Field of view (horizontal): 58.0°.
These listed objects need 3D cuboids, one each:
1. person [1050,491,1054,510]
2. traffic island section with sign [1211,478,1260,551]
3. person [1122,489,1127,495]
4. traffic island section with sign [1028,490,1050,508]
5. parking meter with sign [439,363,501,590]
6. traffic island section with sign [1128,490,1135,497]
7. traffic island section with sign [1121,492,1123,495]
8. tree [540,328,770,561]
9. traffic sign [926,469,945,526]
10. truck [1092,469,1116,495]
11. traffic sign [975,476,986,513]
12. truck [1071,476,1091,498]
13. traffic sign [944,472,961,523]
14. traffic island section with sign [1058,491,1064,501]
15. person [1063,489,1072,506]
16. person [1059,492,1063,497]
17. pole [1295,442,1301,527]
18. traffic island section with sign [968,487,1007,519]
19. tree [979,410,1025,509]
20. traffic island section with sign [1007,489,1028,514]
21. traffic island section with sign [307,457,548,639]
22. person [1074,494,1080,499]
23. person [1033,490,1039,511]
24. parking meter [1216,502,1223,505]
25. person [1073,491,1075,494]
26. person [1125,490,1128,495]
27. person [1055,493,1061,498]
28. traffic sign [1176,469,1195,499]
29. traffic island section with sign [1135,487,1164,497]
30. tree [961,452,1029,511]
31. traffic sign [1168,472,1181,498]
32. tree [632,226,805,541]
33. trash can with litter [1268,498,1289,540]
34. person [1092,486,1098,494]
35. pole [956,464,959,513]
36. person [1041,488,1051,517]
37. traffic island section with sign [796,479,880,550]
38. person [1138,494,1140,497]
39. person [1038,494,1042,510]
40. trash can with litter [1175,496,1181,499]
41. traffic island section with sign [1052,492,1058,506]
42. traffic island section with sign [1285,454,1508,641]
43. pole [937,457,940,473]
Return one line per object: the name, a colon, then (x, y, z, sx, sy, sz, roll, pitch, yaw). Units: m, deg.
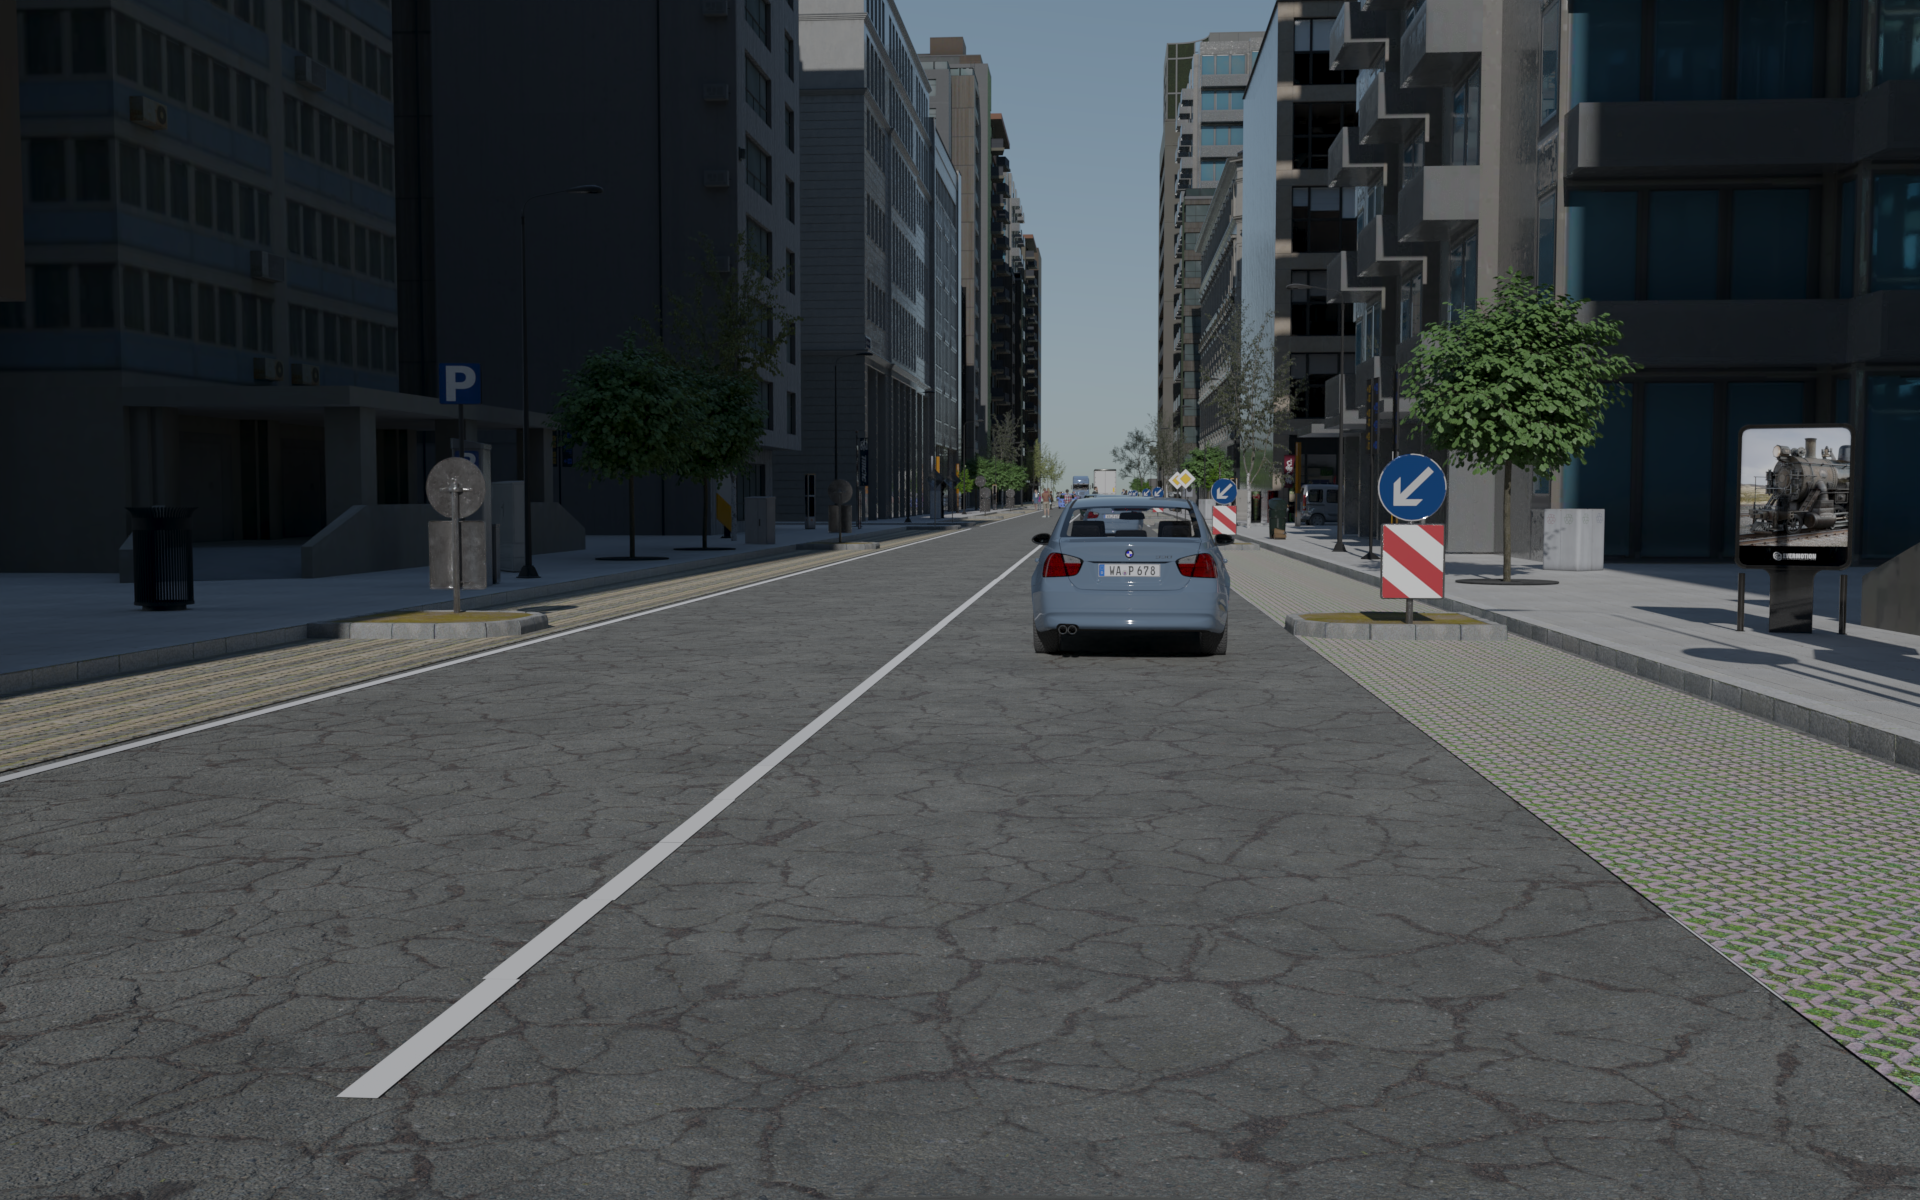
person: (8.484, -9.201, 159.644, 0.721, 1.735, 1.217, 0, 4, -6)
traffic island section with sign: (6.651, -2.204, 44.656, 1.989, 1.847, 2.006, 0, 4, 5)
person: (13.112, -7.969, 138.573, 0.755, 1.850, 0.659, -1, 4, -11)
traffic island section with sign: (7.895, -10.285, 176.785, 1.989, 1.847, 2.006, 0, 4, 5)
parking meter with sign: (-6.724, -1.694, 23.950, 0.543, 3.016, 1.738, 0, 4, -5)
traffic island section with sign: (13.507, -7.216, 126.610, 1.989, 1.847, 2.006, 0, 4, 5)
traffic island section with sign: (17.643, -10.241, 176.072, 1.989, 1.847, 2.006, 0, 4, 5)
tree: (-6.509, -3.068, 33.873, 4.285, 4.588, 4.351, 0, 3, 0)
traffic sign: (-1.003, -4.060, 70.028, 0.795, 2.450, 0.064, 0, 4, 5)
truck: (16.632, -12.870, 199.340, 2.839, 4.237, 11.283, 0, 4, 4)
traffic sign: (1.402, -7.321, 119.810, 0.768, 2.556, 0.104, 1, 4, 10)
truck: (18.164, -16.679, 262.465, 2.967, 4.110, 18.799, 0, 4, 3)
traffic sign: (-0.338, -4.547, 77.986, 0.795, 2.450, 0.064, 0, 4, 5)
traffic island section with sign: (14.800, -15.323, 259.151, 1.989, 1.847, 2.006, 0, 4, 5)
person: (6.290, -5.583, 100.612, 0.563, 1.720, 0.643, -2, 4, -35)
person: (11.829, -11.917, 204.127, 0.721, 1.735, 1.217, -1, 4, -20)
pole: (13.349, -4.559, 68.381, 0.158, 3.312, 0.155, 0, 3, 0)
traffic island section with sign: (1.515, -5.619, 100.491, 1.989, 1.847, 2.006, 0, 4, 5)
tree: (3.679, -12.276, 151.073, 4.360, 8.622, 3.978, 0, 3, 0)
traffic island section with sign: (3.772, -7.272, 127.525, 1.989, 1.847, 2.006, 0, 4, 5)
traffic island section with sign: (-5.393, -0.570, 17.947, 1.989, 1.847, 2.006, 0, 4, 5)
person: (11.783, -9.923, 173.976, 0.697, 1.427, 0.421, -1, 4, -22)
person: (6.578, -8.623, 149.513, 0.581, 1.822, 0.654, 1, 4, 15)
parking meter: (11.779, -4.463, 78.686, 0.399, 1.863, 0.255, 1, 4, 10)
person: (13.935, -12.343, 210.864, 0.434, 1.755, 0.990, 2, 4, 30)
person: (15.492, -9.337, 161.185, 0.705, 1.821, 1.348, -1, 4, -15)
person: (11.938, -12.055, 206.324, 1.217, 1.736, 0.721, 1, 4, 13)
traffic sign: (9.004, -4.008, 69.174, 0.795, 2.450, 0.064, 0, 4, 5)
traffic island section with sign: (11.205, -5.538, 99.167, 1.989, 1.847, 2.006, 0, 4, 5)
tree: (3.015, -9.951, 146.419, 4.285, 4.588, 4.351, 0, 3, 0)
traffic sign: (9.670, -4.495, 77.131, 0.795, 2.450, 0.064, 0, 4, 5)
tree: (-6.415, -5.919, 47.132, 4.737, 8.622, 4.395, 0, 3, 0)
trash can with litter: (9.069, -2.300, 48.990, 0.624, 1.170, 1.055, 0, 4, 0)
person: (8.349, -5.989, 105.783, 0.474, 1.900, 0.648, -3, 4, -36)
pole: (-0.172, -7.534, 117.027, 0.158, 3.312, 0.155, 0, 3, 0)
person: (5.366, -6.028, 107.031, 0.573, 1.828, 0.580, 3, 5, 40)
traffic island section with sign: (-3.126, -2.226, 45.022, 1.989, 1.847, 2.006, 0, 4, 5)
person: (16.559, -9.105, 160.620, 0.557, 1.426, 1.065, 3, 5, 43)
person: (7.048, -8.722, 154.323, 0.991, 1.433, 0.599, 1, 4, 23)
trash can with litter: (15.697, -6.999, 125.814, 0.624, 1.170, 1.055, -1, 4, -16)
traffic island section with sign: (10.205, -11.973, 204.382, 1.989, 1.847, 2.006, 0, 4, 5)
traffic island section with sign: (4.399, -0.561, 17.795, 1.989, 1.847, 2.006, 0, 4, 5)
pole: (-1.190, -6.154, 94.456, 0.158, 3.312, 0.155, 0, 3, 0)
